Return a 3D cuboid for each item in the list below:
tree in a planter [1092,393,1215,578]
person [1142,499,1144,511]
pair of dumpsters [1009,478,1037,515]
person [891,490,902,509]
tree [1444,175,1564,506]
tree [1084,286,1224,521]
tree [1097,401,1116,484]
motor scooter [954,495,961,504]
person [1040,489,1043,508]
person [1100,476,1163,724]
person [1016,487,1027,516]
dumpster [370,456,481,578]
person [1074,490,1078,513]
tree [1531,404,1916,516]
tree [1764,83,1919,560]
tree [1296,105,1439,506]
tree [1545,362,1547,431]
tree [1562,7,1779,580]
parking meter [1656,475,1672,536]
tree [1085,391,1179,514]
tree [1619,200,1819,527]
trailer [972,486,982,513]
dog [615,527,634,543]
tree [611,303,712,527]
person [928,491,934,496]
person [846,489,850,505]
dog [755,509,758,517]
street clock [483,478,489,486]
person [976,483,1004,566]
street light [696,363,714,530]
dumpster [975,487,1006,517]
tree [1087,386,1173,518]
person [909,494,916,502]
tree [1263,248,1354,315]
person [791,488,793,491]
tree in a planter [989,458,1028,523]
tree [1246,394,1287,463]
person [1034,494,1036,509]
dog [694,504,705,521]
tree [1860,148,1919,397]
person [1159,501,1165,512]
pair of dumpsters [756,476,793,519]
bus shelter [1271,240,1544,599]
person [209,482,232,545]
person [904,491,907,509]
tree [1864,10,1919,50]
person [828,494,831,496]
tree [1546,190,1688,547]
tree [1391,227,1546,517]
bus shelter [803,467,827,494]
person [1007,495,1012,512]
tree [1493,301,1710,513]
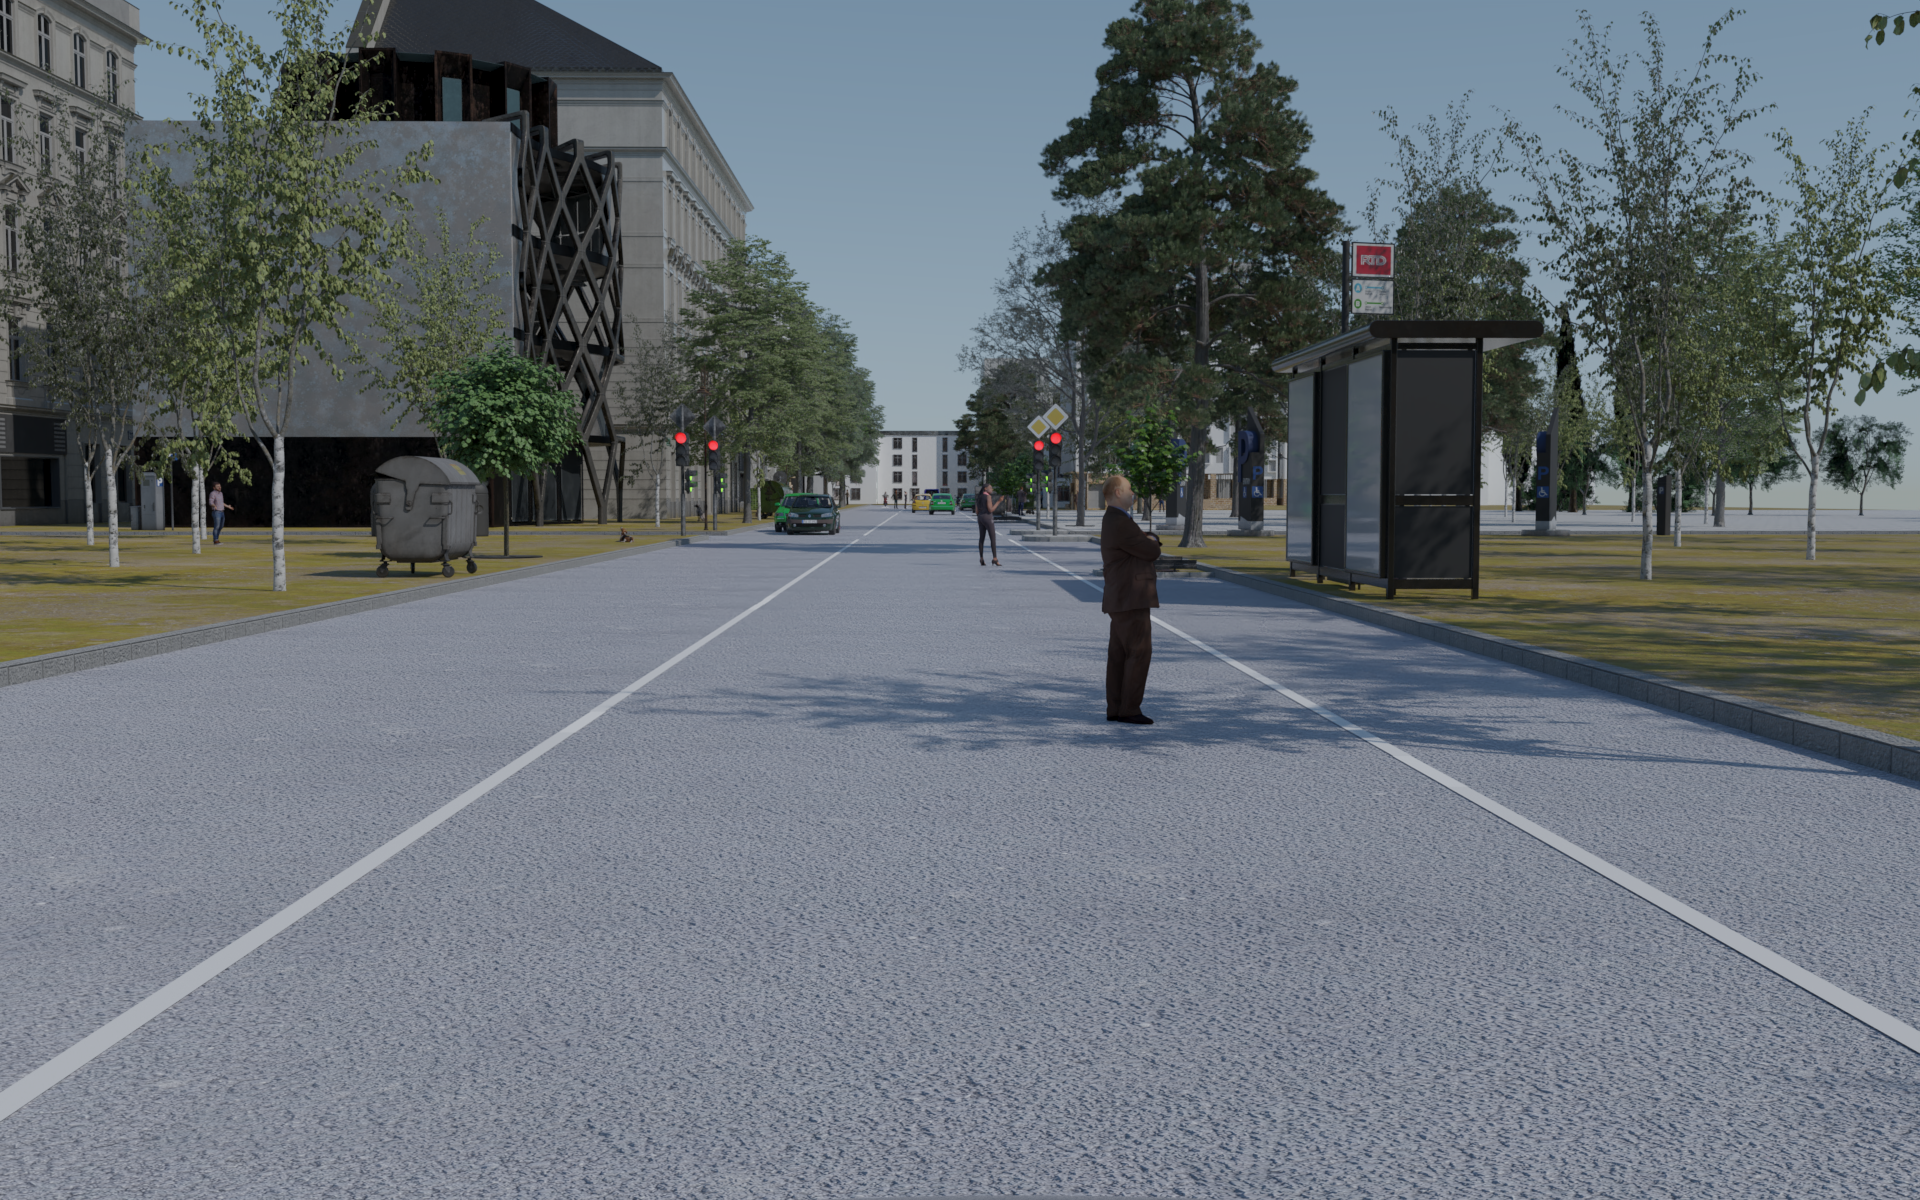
[{"bbox_3d":[3.369,-2.039,30.566,1.991,3.239,1.994,0,4,-1],"label":"tree in a planter"},{"bbox_3d":[12.969,-7.066,124.108,0.480,1.512,0.613,1,4,21],"label":"person"},{"bbox_3d":[3.996,-6.575,109.998,1.574,2.255,4.436,0,4,-1],"label":"pair of dumpsters"},{"bbox_3d":[-6.265,-9.862,169.774,1.348,1.821,0.705,-2,4,-35],"label":"person"},{"bbox_3d":[19.700,-9.827,68.098,7.806,13.903,7.818,0,3,0],"label":"tree"},{"bbox_3d":[9.066,-9.826,82.704,6.751,12.117,7.091,0,3,0],"label":"tree"},{"bbox_3d":[6.955,-8.982,97.217,4.360,8.622,3.978,0,3,0],"label":"tree"},{"bbox_3d":[-0.259,-11.900,207.344,0.815,1.314,1.986,0,4,0],"label":"motor scooter"},{"bbox_3d":[7.246,-9.076,154.425,0.705,1.826,1.348,0,4,-2],"label":"person"},{"bbox_3d":[1.079,-0.010,10.934,0.388,1.546,0.482,0,4,1],"label":"person"},{"bbox_3d":[3.680,-5.875,102.916,0.431,1.722,0.655,-3,5,-43],"label":"person"},{"bbox_3d":[-8.365,-1.309,27.161,1.264,1.857,1.865,0,4,-1],"label":"dumpster"},{"bbox_3d":[8.153,-6.851,120.325,0.482,1.546,0.388,-1,4,-12],"label":"person"},{"bbox_3d":[46.045,-8.668,104.630,20.602,7.101,11.467,0,4,-6],"label":"tree"},{"bbox_3d":[16.660,-5.101,33.765,4.737,8.622,4.395,0,3,0],"label":"tree"},{"bbox_3d":[8.485,-5.007,32.224,4.360,8.622,3.978,0,3,0],"label":"tree"},{"bbox_3d":[30.410,-8.403,87.748,4.737,8.622,4.395,0,3,0],"label":"tree"},{"bbox_3d":[10.079,-4.608,25.699,4.360,8.622,3.978,0,3,0],"label":"tree"},{"bbox_3d":[21.840,-2.938,53.746,0.255,1.863,0.399,-1,4,-22],"label":"parking meter"},{"bbox_3d":[11.468,-11.365,111.568,9.928,11.665,9.643,0,3,0],"label":"tree"},{"bbox_3d":[29.627,-9.160,67.888,7.486,12.596,7.792,0,3,0],"label":"tree"},{"bbox_3d":[1.611,-7.565,130.744,1.471,1.999,3.904,0,4,-2],"label":"trailer"},{"bbox_3d":[-8.949,-1.736,46.118,0.550,0.427,0.748,0,4,-3],"label":"dog"},{"bbox_3d":[-11.798,-7.165,67.514,4.360,8.622,3.978,0,3,0],"label":"tree"},{"bbox_3d":[-2.709,-9.154,158.978,0.742,1.727,0.445,0,4,4],"label":"person"},{"bbox_3d":[-13.059,-11.871,200.141,0.705,1.823,1.348,-2,4,-33],"label":"person"},{"bbox_3d":[-11.148,-5.026,96.553,0.513,0.831,0.800,1,4,11],"label":"dog"},{"bbox_3d":[-16.650,-3.413,60.375,0.358,2.002,0.471,2,4,27],"label":"street clock"},{"bbox_3d":[0.602,-1.504,34.561,0.593,1.643,0.415,1,4,10],"label":"person"},{"bbox_3d":[-9.014,-5.414,61.309,0.468,5.910,1.993,0,4,-1],"label":"street light"},{"bbox_3d":[1.751,-5.619,100.084,1.865,1.857,1.264,0,4,-1],"label":"dumpster"},{"bbox_3d":[7.568,-7.701,76.280,4.737,8.622,4.395,0,3,0],"label":"tree"},{"bbox_3d":[-3.811,-8.315,147.714,1.065,1.426,0.557,0,4,4],"label":"person"},{"bbox_3d":[25.628,-16.351,123.226,12.611,20.169,13.585,0,3,0],"label":"tree"},{"bbox_3d":[-14.252,-8.658,147.475,0.599,1.838,0.709,1,4,20],"label":"person"},{"bbox_3d":[2.310,-5.419,85.818,1.991,3.239,1.994,0,4,-1],"label":"tree in a planter"},{"bbox_3d":[21.294,-10.792,110.862,7.601,10.594,8.767,1,4,14],"label":"tree"},{"bbox_3d":[6.444,-8.789,150.562,0.721,1.723,1.217,1,4,10],"label":"person"},{"bbox_3d":[-12.282,-4.147,82.189,0.513,0.831,0.800,-1,4,-22],"label":"dog"},{"bbox_3d":[27.039,-7.280,44.777,9.928,11.665,9.643,0,3,0],"label":"tree"},{"bbox_3d":[14.072,-6.909,120.966,0.963,1.587,0.435,1,4,11],"label":"person"},{"bbox_3d":[-9.711,-5.332,89.671,1.574,2.255,4.436,0,4,-1],"label":"pair of dumpsters"},{"bbox_3d":[5.919,-2.909,25.197,2.179,5.291,8.768,0,4,-1],"label":"bus shelter"},{"bbox_3d":[-18.755,-2.189,43.798,0.435,1.587,0.963,0,4,-2],"label":"person"},{"bbox_3d":[-5.137,-9.615,166.511,0.445,1.727,0.742,-2,4,-33],"label":"person"},{"bbox_3d":[11.176,-4.060,16.742,4.737,8.622,4.395,0,3,0],"label":"tree"},{"bbox_3d":[-15.916,-12.225,205.554,1.348,1.869,0.705,-1,4,-23],"label":"person"},{"bbox_3d":[17.676,-5.597,41.872,4.737,8.622,4.395,0,3,0],"label":"tree"},{"bbox_3d":[13.528,-6.002,48.493,4.737,8.622,4.395,0,3,0],"label":"tree"},{"bbox_3d":[-10.704,-8.217,128.268,2.014,3.302,5.546,0,4,-1],"label":"bus shelter"},{"bbox_3d":[3.446,-7.097,122.888,0.445,1.727,0.742,0,4,-2],"label":"person"},{"bbox_3d":[44.666,-13.658,125.126,13.155,14.587,18.604,-2,4,-26],"label":"tree"}]
